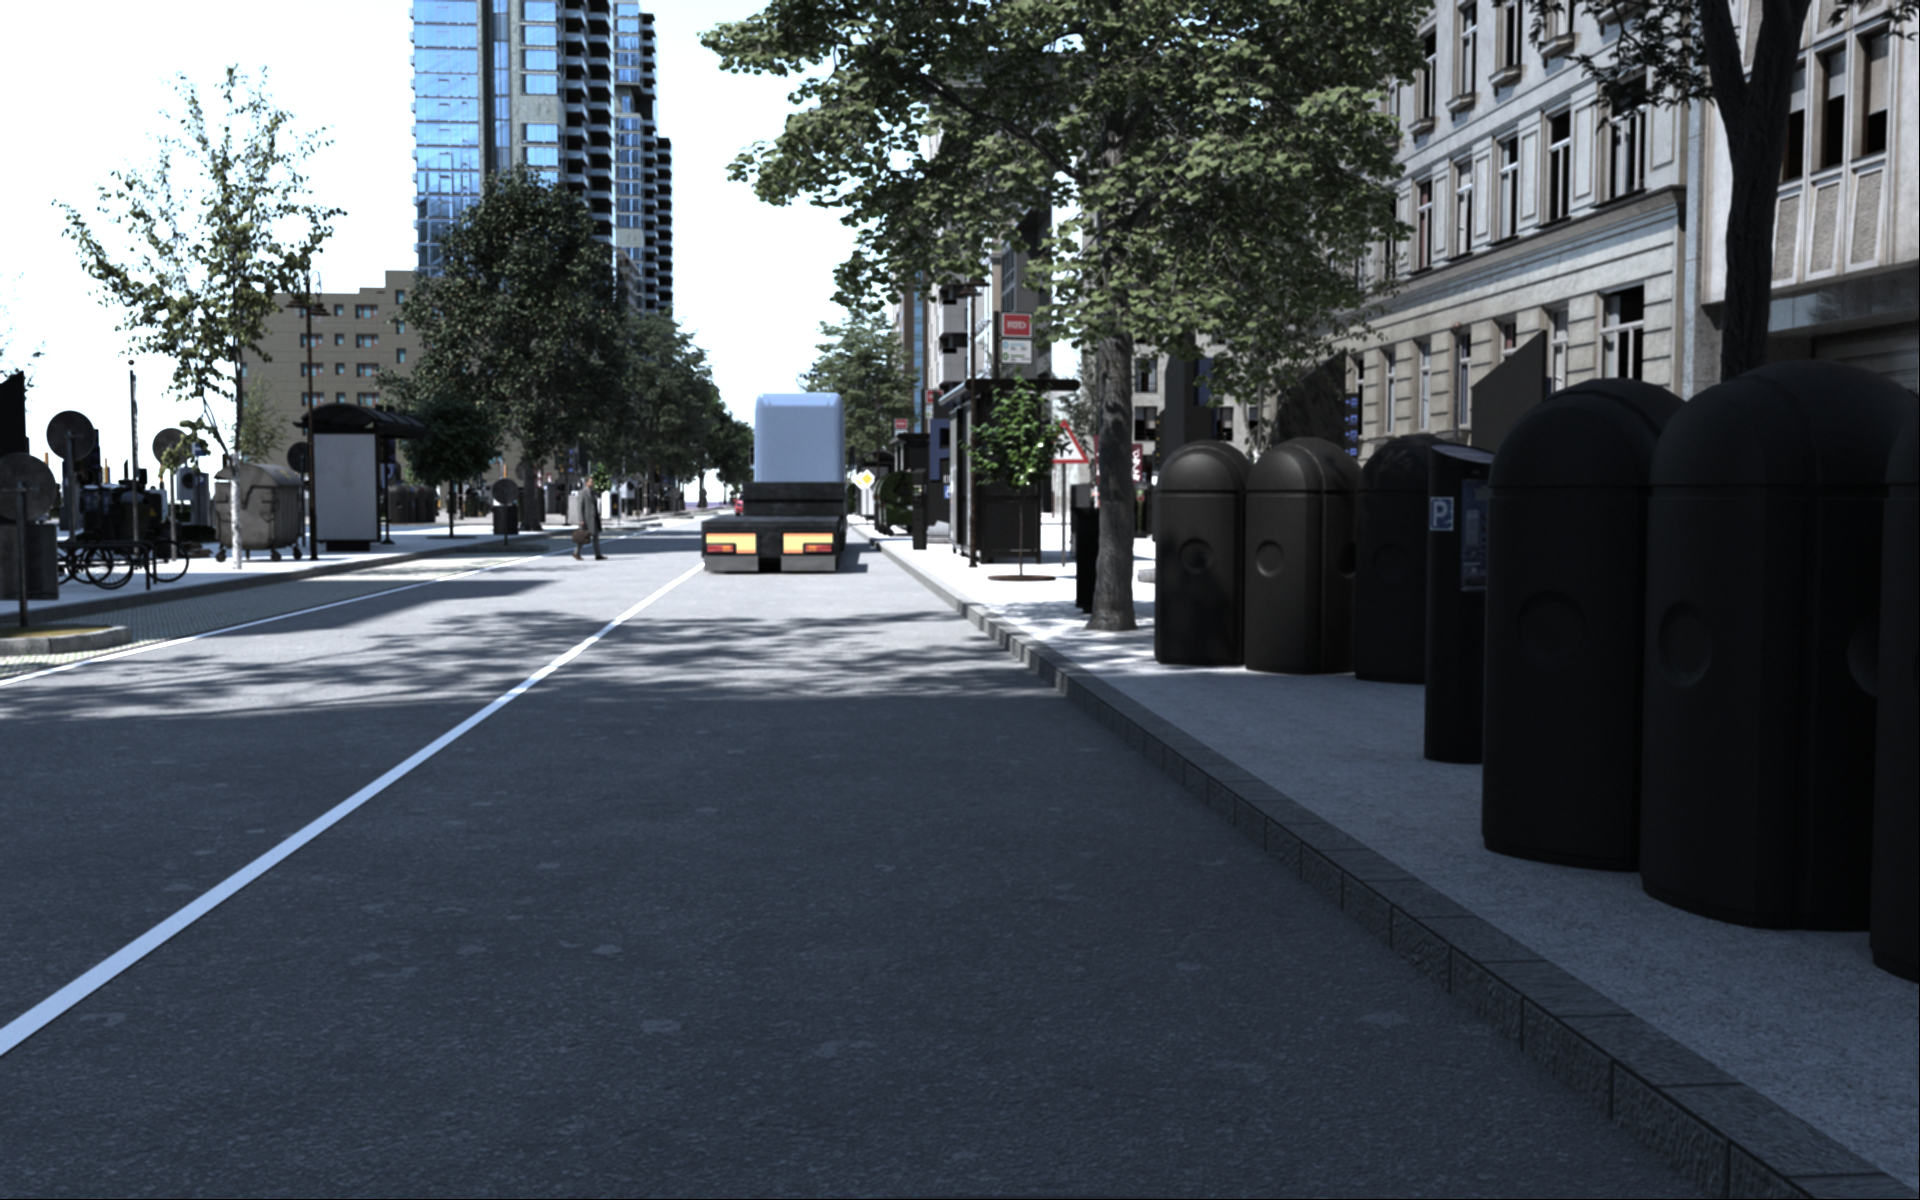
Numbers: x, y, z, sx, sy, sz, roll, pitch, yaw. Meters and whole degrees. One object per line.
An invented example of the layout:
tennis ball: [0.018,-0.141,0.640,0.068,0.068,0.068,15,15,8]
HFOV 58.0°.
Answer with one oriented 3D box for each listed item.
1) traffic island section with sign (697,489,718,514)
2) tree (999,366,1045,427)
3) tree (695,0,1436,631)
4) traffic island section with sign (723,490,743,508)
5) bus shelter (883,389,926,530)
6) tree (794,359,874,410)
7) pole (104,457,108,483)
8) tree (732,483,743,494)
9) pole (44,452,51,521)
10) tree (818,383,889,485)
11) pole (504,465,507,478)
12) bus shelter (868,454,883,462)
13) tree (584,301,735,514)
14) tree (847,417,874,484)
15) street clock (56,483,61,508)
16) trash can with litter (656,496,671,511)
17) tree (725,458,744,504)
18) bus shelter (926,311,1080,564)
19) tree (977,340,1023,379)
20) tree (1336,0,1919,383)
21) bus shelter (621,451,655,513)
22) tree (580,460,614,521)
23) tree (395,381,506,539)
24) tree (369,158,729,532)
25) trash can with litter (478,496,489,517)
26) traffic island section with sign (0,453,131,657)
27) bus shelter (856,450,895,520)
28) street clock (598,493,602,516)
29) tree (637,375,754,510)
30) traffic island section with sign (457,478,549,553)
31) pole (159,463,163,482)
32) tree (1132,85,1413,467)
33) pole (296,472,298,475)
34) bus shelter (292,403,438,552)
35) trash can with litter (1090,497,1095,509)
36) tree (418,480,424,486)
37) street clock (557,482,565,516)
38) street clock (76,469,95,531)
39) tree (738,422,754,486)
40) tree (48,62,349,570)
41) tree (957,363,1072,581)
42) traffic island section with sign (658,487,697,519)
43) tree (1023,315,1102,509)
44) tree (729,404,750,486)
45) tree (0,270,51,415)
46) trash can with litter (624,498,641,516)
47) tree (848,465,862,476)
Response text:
traffic island section with sign: [-18.658,-7.188,126.158,1.989,1.847,2.006,0,4,-5]
tree: [2.808,-9.184,100.518,4.737,8.622,4.395,0,3,0]
tree: [1.358,-6.015,16.466,7.486,12.596,7.792,0,3,0]
traffic island section with sign: [-23.100,-10.260,176.378,1.989,1.847,2.006,0,4,-5]
bus shelter: [-1.462,-5.273,63.849,2.179,5.291,8.768,0,4,-5]
tree: [-14.065,-22.166,218.307,12.611,20.169,13.585,0,3,0]
pole: [-47.552,-6.280,96.522,0.158,3.312,0.155,0,3,0]
tree: [-33.351,-16.165,258.899,1.663,3.219,1.824,0,3,0]
pole: [-44.084,-5.494,83.663,0.158,3.312,0.155,0,3,0]
tree: [-11.102,-15.964,171.382,12.009,13.543,11.850,0,3,0]
pole: [-31.361,-7.689,119.552,0.158,3.312,0.155,0,3,0]
bus shelter: [-3.611,-6.834,89.360,2.179,5.291,8.768,0,4,-5]
tree: [-20.406,-12.638,113.284,9.857,13.997,8.962,0,3,0]
tree: [-7.544,-11.115,132.086,4.737,8.622,4.395,0,3,0]
street clock: [-58.262,-6.566,111.921,0.358,2.002,0.471,-1,4,-16]
trash can with litter: [-21.971,-7.177,128.737,1.055,1.170,0.624,2,4,28]
tree: [-30.374,-16.940,227.325,4.360,8.622,3.978,0,3,0]
bus shelter: [0.767,-3.554,35.737,2.179,5.291,8.768,0,4,-5]
tree: [1.816,-7.905,79.616,4.360,8.622,3.978,0,3,0]
tree: [2.918,-4.421,6.704,7.601,10.594,8.767,-3,5,-40]
bus shelter: [-23.014,-8.873,122.699,2.179,5.291,8.768,0,4,-5]
tree: [-17.352,-5.472,84.061,1.663,3.219,1.824,0,3,0]
tree: [-14.933,-4.080,50.420,4.285,4.588,4.351,0,3,0]
tree: [-14.900,-8.710,59.414,9.611,12.733,9.660,0,3,0]
trash can with litter: [-26.884,-5.266,97.489,0.624,1.170,1.055,0,4,-7]
traffic island section with sign: [-8.900,-0.452,16.025,1.989,1.847,2.006,0,4,-5]
bus shelter: [-3.891,-5.389,82.027,2.014,3.302,5.546,0,4,-5]
street clock: [-21.100,-5.948,101.824,0.471,2.002,0.358,0,4,-1]
tree: [-23.221,-13.324,143.606,9.928,11.665,9.643,0,3,0]
traffic island section with sign: [-11.269,-2.095,42.876,1.989,1.847,2.006,0,4,-5]
pole: [-47.250,-6.647,102.519,0.158,3.312,0.155,0,3,0]
tree: [5.254,-4.816,29.107,4.360,8.622,3.978,0,3,0]
pole: [-50.341,-8.427,131.630,0.158,3.312,0.155,0,3,0]
bus shelter: [-13.989,-2.888,41.138,2.014,3.302,5.546,0,4,-5]
trash can with litter: [6.188,-4.097,78.366,1.055,1.170,0.624,2,4,29]
tree: [-37.712,-10.455,121.301,4.737,8.622,4.395,0,3,0]
street clock: [-23.672,-6.041,103.341,0.358,2.002,0.471,2,4,34]
street clock: [-25.153,-2.770,49.856,0.471,2.002,0.358,-1,4,-21]
tree: [-37.572,-24.571,308.396,9.857,13.997,8.962,0,3,0]
tree: [-12.509,-4.819,29.149,4.737,8.622,4.395,0,3,0]
tree: [0.779,-1.910,25.825,1.663,3.219,1.824,0,3,0]
traffic island section with sign: [-16.279,-5.546,99.307,1.989,1.847,2.006,0,4,-5]
tree: [5.199,-7.235,68.647,4.360,8.622,3.978,0,3,0]
tree: [-24.987,-15.236,166.115,9.611,12.733,9.660,0,3,0]
tree: [-30.037,-6.262,52.754,4.360,8.622,3.978,0,3,0]
trash can with litter: [-19.185,-5.514,101.549,1.055,1.170,0.624,0,4,-7]
tree: [-18.095,-19.727,248.297,9.928,11.665,9.643,0,3,0]
